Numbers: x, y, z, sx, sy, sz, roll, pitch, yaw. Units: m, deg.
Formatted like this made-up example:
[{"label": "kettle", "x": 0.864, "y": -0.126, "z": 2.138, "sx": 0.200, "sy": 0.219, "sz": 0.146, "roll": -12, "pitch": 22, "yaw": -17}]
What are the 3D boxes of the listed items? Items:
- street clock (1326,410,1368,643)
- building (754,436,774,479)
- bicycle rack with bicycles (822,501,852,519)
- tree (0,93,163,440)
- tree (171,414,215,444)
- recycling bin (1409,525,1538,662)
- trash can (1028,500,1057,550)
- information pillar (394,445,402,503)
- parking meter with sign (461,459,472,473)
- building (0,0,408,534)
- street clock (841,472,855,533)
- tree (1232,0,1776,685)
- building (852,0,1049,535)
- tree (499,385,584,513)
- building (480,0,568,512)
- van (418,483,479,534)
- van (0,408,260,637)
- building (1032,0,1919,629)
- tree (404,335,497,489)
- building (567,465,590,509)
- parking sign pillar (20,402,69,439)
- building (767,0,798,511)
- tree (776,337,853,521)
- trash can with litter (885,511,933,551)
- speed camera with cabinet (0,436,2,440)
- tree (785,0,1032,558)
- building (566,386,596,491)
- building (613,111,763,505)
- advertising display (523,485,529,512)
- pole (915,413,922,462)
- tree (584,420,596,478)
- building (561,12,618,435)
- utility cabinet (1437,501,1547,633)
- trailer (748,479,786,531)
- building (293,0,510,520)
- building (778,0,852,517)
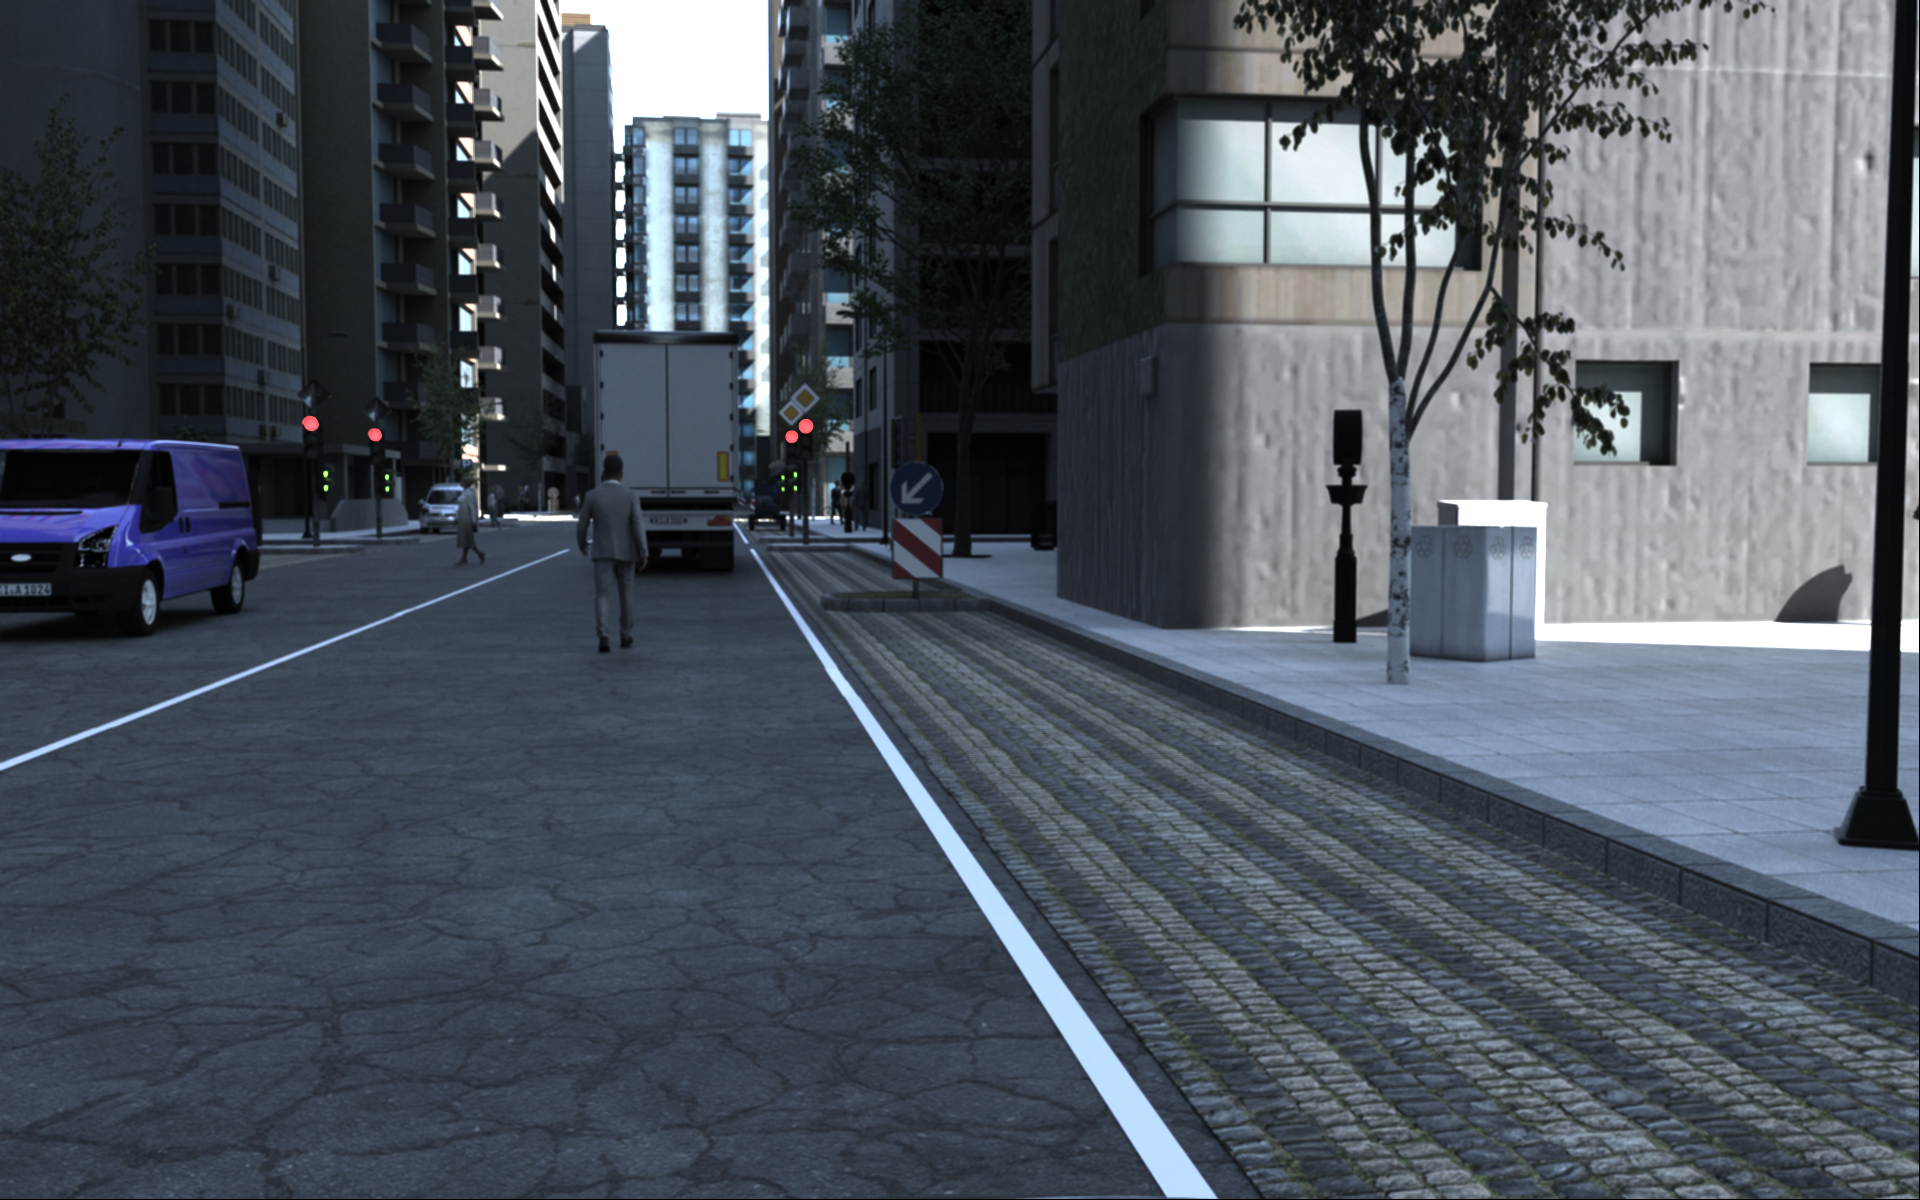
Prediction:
[{"label": "street clock", "x": 3.338, "y": -0.636, "z": 14.967, "sx": 0.358, "sy": 2.002, "sz": 0.471, "roll": 1, "pitch": 4, "yaw": 10}, {"label": "building", "x": -10.686, "y": -53.376, "z": 185.376, "sx": 22.319, "sy": 86.520, "sz": 31.000, "roll": 0, "pitch": 4, "yaw": -8}, {"label": "bicycle rack with bicycles", "x": -5.454, "y": -4.725, "z": 90.642, "sx": 2.925, "sy": 0.926, "sz": 2.852, "roll": 1, "pitch": 4, "yaw": 15}, {"label": "tree", "x": -17.216, "y": -5.018, "z": 32.407, "sx": 4.737, "sy": 8.622, "sz": 4.395, "roll": 0, "pitch": 3, "yaw": 0}, {"label": "tree", "x": -18.774, "y": -2.896, "z": 41.943, "sx": 1.663, "sy": 3.219, "sz": 1.824, "roll": 0, "pitch": 3, "yaw": 0}, {"label": "recycling bin", "x": 4.038, "y": -0.067, "z": 13.645, "sx": 0.722, "sy": 1.027, "sz": 0.722, "roll": -3, "pitch": 4, "yaw": -36}, {"label": "trash can", "x": 1.921, "y": -1.710, "z": 39.619, "sx": 0.748, "sy": 1.137, "sz": 0.748, "roll": 0, "pitch": 3, "yaw": 0}, {"label": "information pillar", "x": -27.159, "y": -5.635, "z": 83.487, "sx": 0.504, "sy": 3.616, "sz": 0.183, "roll": 0, "pitch": 4, "yaw": 5}, {"label": "parking meter with sign", "x": -24.114, "y": -5.398, "z": 84.512, "sx": 0.543, "sy": 3.016, "sz": 1.738, "roll": -1, "pitch": 4, "yaw": -12}, {"label": "building", "x": -37.774, "y": -22.590, "z": 61.222, "sx": 32.217, "sy": 40.220, "sz": 23.993, "roll": 0, "pitch": 4, "yaw": -8}, {"label": "street clock", "x": -3.709, "y": -3.233, "z": 57.423, "sx": 0.358, "sy": 2.002, "sz": 0.471, "roll": -3, "pitch": 5, "yaw": -45}, {"label": "tree", "x": 3.078, "y": -3.725, "z": 11.263, "sx": 4.360, "sy": 8.622, "sz": 3.978, "roll": 0, "pitch": 3, "yaw": 0}, {"label": "building", "x": 6.968, "y": -38.217, "z": 63.101, "sx": 20.611, "sy": 71.187, "sz": 20.563, "roll": 0, "pitch": 4, "yaw": -8}, {"label": "tree", "x": -28.595, "y": -10.180, "z": 116.803, "sx": 4.360, "sy": 8.622, "sz": 3.978, "roll": 0, "pitch": 3, "yaw": 0}, {"label": "building", "x": -42.131, "y": -31.123, "z": 132.570, "sx": 21.300, "sy": 48.544, "sz": 21.600, "roll": 0, "pitch": 4, "yaw": -8}, {"label": "van", "x": -18.568, "y": -3.426, "z": 63.028, "sx": 2.013, "sy": 2.044, "sz": 4.112, "roll": -1, "pitch": 4, "yaw": -8}, {"label": "van", "x": -9.362, "y": -0.898, "z": 19.065, "sx": 2.240, "sy": 2.365, "sz": 5.245, "roll": -1, "pitch": 4, "yaw": -9}, {"label": "building", "x": 7.914, "y": -20.752, "z": 22.898, "sx": 14.154, "sy": 41.232, "sz": 14.086, "roll": 0, "pitch": 4, "yaw": -8}, {"label": "tree", "x": -23.575, "y": -7.923, "z": 79.901, "sx": 4.737, "sy": 8.622, "sz": 4.395, "roll": 0, "pitch": 3, "yaw": 0}, {"label": "building", "x": -43.916, "y": -43.710, "z": 152.903, "sx": 20.563, "sy": 71.187, "sz": 20.611, "roll": 0, "pitch": 4, "yaw": -8}, {"label": "parking sign pillar", "x": -26.769, "y": -3.808, "z": 50.736, "sx": 1.447, "sy": 3.967, "sz": 1.447, "roll": 0, "pitch": 4, "yaw": 1}, {"label": "building", "x": -7.916, "y": -29.750, "z": 136.526, "sx": 14.600, "sy": 45.320, "sz": 14.200, "roll": 0, "pitch": 4, "yaw": -8}, {"label": "tree", "x": -6.874, "y": -7.999, "z": 81.147, "sx": 4.737, "sy": 8.622, "sz": 4.395, "roll": 0, "pitch": 3, "yaw": 0}, {"label": "trash can with litter", "x": -1.166, "y": -1.712, "z": 39.385, "sx": 1.055, "sy": 1.170, "sz": 0.624, "roll": 0, "pitch": 4, "yaw": -7}, {"label": "speed camera with cabinet", "x": -28.779, "y": -3.444, "z": 50.651, "sx": 2.038, "sy": 3.252, "sz": 0.660, "roll": 0, "pitch": 4, "yaw": 5}, {"label": "tree", "x": 0.217, "y": -6.667, "z": 34.764, "sx": 9.928, "sy": 11.665, "sz": 9.643, "roll": 0, "pitch": 3, "yaw": 0}, {"label": "building", "x": -55.077, "y": -53.310, "z": 184.288, "sx": 31.000, "sy": 86.520, "sz": 22.319, "roll": 0, "pitch": 4, "yaw": -8}, {"label": "building", "x": -27.960, "y": -36.694, "z": 219.550, "sx": 30.456, "sy": 49.044, "sz": 23.786, "roll": 0, "pitch": 4, "yaw": -8}, {"label": "advertising display", "x": -30.750, "y": -7.187, "z": 122.720, "sx": 0.123, "sy": 1.923, "sz": 0.974, "roll": 0, "pitch": 4, "yaw": 4}, {"label": "pole", "x": -1.044, "y": -3.058, "z": 43.846, "sx": 0.158, "sy": 3.312, "sz": 0.155, "roll": 0, "pitch": 3, "yaw": 0}, {"label": "tree", "x": -37.472, "y": -13.636, "z": 173.314, "sx": 4.360, "sy": 8.622, "sz": 3.978, "roll": 0, "pitch": 3, "yaw": 0}, {"label": "building", "x": -56.929, "y": -41.139, "z": 214.627, "sx": 28.212, "sy": 58.520, "sz": 21.231, "roll": 0, "pitch": 4, "yaw": -8}, {"label": "utility cabinet", "x": 4.883, "y": -0.290, "z": 15.907, "sx": 1.020, "sy": 1.237, "sz": 0.306, "roll": -1, "pitch": 4, "yaw": -23}, {"label": "trailer", "x": -7.633, "y": -3.763, "z": 68.577, "sx": 1.471, "sy": 1.999, "sz": 3.904, "roll": 0, "pitch": 4, "yaw": -6}, {"label": "building", "x": -37.434, "y": -26.986, "z": 95.840, "sx": 22.147, "sy": 44.769, "sz": 28.867, "roll": 0, "pitch": 4, "yaw": -8}, {"label": "building", "x": 0.115, "y": -29.897, "z": 108.420, "sx": 23.786, "sy": 49.044, "sz": 30.456, "roll": 0, "pitch": 4, "yaw": -8}]
